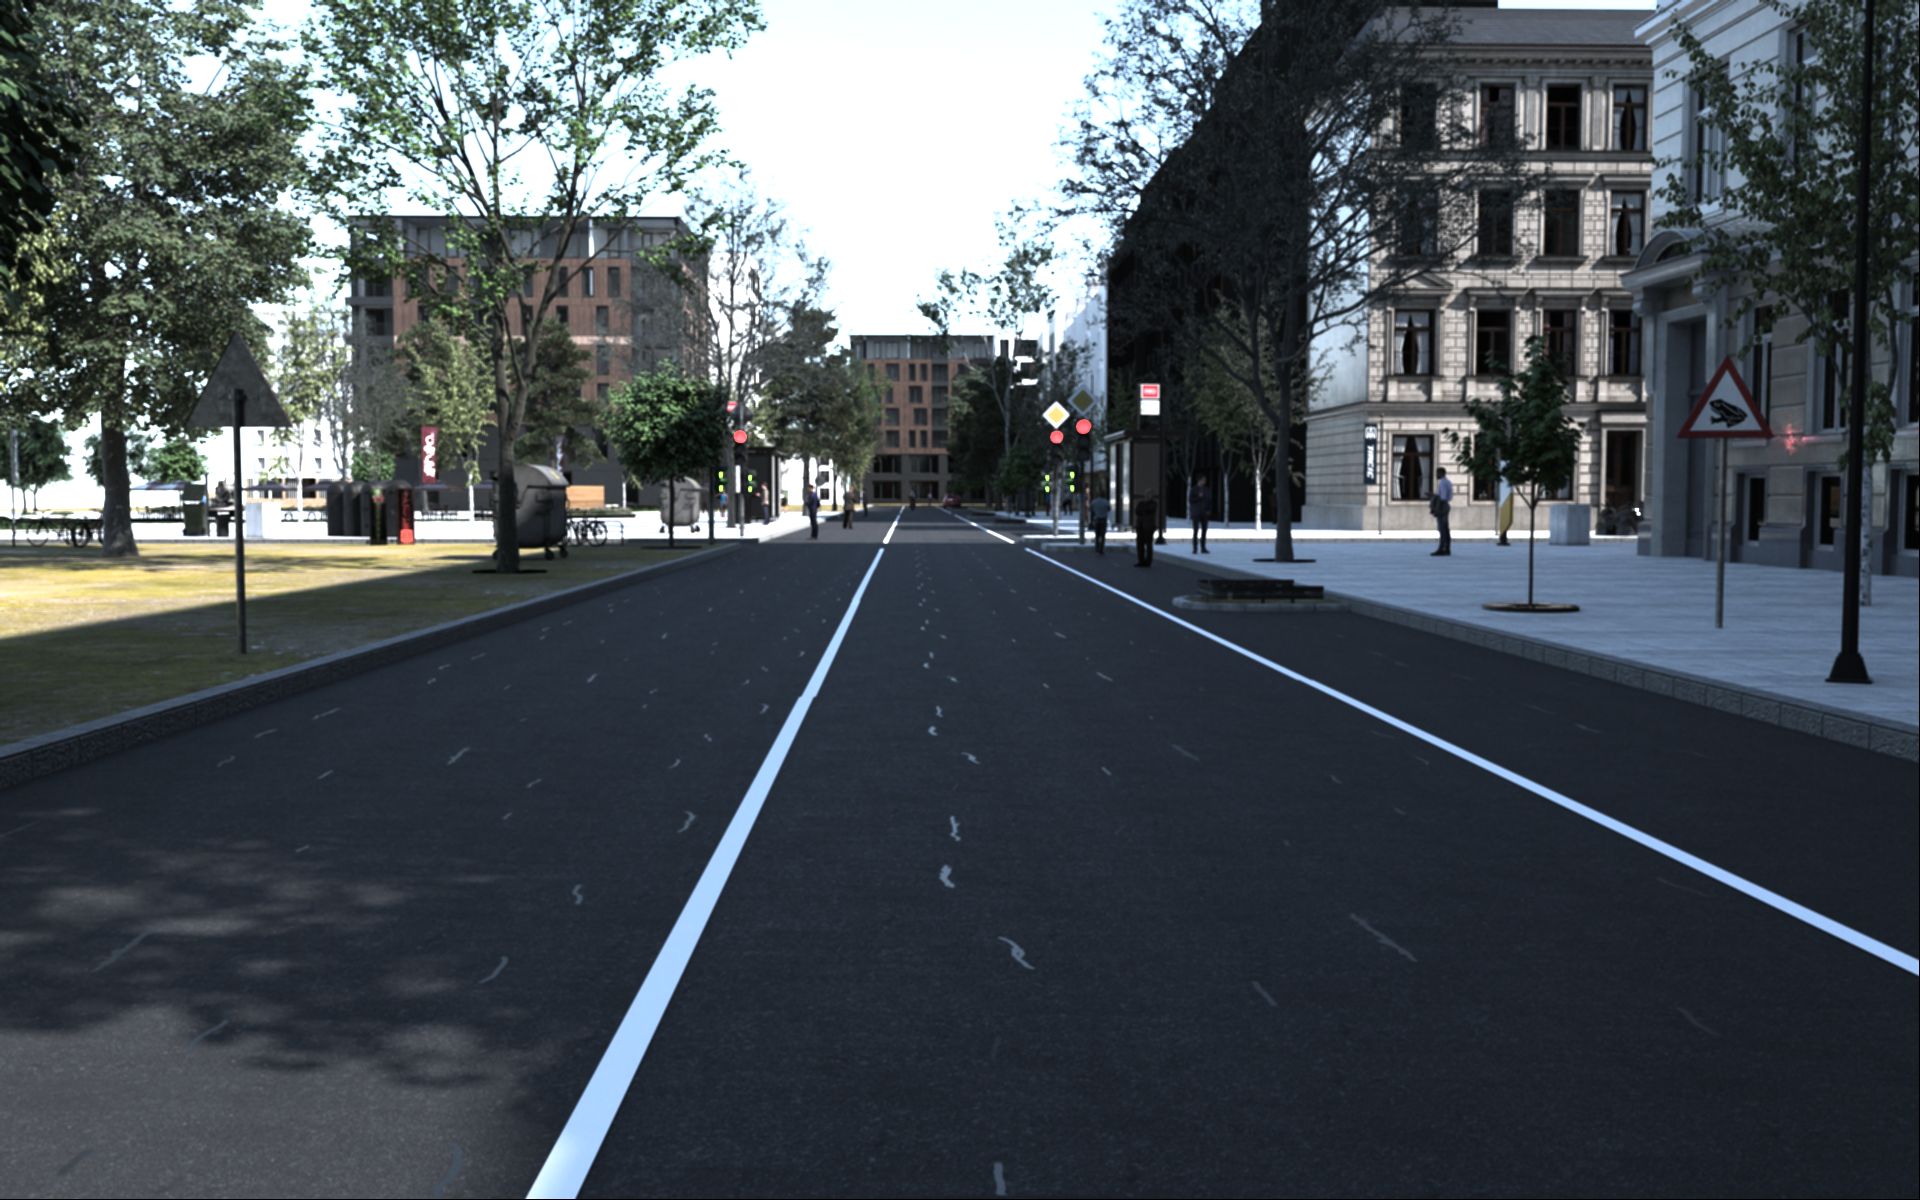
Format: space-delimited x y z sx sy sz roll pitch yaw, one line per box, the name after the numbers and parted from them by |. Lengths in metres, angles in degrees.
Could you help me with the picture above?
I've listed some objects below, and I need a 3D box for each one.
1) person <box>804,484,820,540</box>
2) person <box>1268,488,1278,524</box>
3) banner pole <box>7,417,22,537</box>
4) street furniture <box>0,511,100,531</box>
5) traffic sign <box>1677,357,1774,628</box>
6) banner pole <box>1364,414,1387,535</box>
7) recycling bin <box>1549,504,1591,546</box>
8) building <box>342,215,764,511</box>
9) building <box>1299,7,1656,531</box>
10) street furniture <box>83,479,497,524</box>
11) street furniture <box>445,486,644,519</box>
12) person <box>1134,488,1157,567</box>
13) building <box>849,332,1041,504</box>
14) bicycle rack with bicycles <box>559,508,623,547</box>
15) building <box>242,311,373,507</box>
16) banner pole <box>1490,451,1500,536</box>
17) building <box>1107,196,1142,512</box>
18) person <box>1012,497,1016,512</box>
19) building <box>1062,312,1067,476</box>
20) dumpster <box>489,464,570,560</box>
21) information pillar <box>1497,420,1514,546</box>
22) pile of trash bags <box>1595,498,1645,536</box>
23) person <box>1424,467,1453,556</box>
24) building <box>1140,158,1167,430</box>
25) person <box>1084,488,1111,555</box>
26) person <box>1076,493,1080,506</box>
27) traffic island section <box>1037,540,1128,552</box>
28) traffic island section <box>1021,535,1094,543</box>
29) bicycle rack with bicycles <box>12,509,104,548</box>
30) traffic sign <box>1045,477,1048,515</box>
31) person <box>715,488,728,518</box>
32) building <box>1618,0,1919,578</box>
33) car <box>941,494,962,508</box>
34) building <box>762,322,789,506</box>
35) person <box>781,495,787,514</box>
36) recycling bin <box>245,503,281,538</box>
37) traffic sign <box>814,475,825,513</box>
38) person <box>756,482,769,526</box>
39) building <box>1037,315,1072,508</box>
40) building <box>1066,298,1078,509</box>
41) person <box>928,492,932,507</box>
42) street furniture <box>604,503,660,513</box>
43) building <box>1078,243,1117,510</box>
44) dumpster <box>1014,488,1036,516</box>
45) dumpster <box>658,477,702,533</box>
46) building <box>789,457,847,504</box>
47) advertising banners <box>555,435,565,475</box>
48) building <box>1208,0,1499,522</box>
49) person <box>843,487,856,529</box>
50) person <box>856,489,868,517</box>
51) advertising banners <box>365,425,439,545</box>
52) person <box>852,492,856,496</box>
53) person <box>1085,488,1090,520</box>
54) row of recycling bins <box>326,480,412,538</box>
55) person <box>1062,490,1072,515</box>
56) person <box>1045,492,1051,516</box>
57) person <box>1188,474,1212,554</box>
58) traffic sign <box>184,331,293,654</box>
-4.694 -2.775 54.580 0.504 1.737 0.576 0 4 7 | person
13.358 -4.001 73.734 0.482 1.546 0.388 -2 4 -32 | person
-28.147 -3.765 51.573 0.863 3.779 0.401 3 5 45 | banner pole
-35.689 -2.749 60.570 10.072 0.657 5.734 -2 4 -28 | street furniture
7.259 -1.008 16.491 0.884 2.594 0.081 0 4 5 | traffic sign
12.912 -3.909 53.923 0.863 3.779 0.401 -1 4 -19 | banner pole
15.311 -1.892 43.484 0.722 1.027 0.722 -1 4 -20 | recycling bin
-31.586 -18.323 143.561 27.936 21.610 32.646 0 4 -2 | building
22.854 -12.208 64.234 19.286 19.102 10.561 0 4 -2 | building
-34.916 -4.450 77.785 27.439 1.986 14.083 0 4 5 | street furniture
-20.884 -5.291 93.360 9.812 1.723 11.010 3 4 36 | street furniture
3.671 -1.427 34.105 0.482 1.546 0.388 3 5 45 | person
1.794 -23.763 232.494 32.646 21.610 27.936 0 4 -2 | building
-9.656 -1.814 43.037 2.925 0.926 2.852 3 5 40 | bicycle rack with bicycles
-68.273 -20.113 185.271 11.380 20.091 16.016 0 4 -2 | building
16.732 -3.860 53.125 0.863 3.779 0.401 2 4 32 | banner pole
17.182 -17.712 119.274 12.332 23.373 15.834 0 4 -2 | building
3.708 -7.069 122.319 0.576 1.737 0.504 0 4 -7 | person
17.552 -18.447 158.031 16.016 20.091 11.380 0 4 -2 | building
-8.475 -1.735 34.126 1.264 1.857 1.865 0 4 -2 | dumpster
13.576 -3.159 43.008 0.183 3.616 0.504 -1 4 -14 | information pillar
21.578 -2.679 53.556 3.447 1.369 1.912 0 4 -2 | pile of trash bags
9.934 -1.846 36.088 0.599 1.838 0.709 2 4 28 | person
18.098 -16.694 102.622 12.332 23.373 15.834 0 4 -2 | building
3.281 -1.828 40.608 0.499 1.552 0.429 3 5 42 | person
5.090 -3.922 72.374 0.429 1.552 0.499 -2 4 -35 | person
3.127 -1.335 44.105 2.009 0.180 2.903 0 4 -2 | traffic island section
2.896 -1.823 52.086 2.009 0.180 2.903 0 4 -2 | traffic island section
-21.730 -1.798 42.772 2.852 0.926 2.925 1 4 15 | bicycle rack with bicycles
5.243 -6.368 104.226 0.768 2.556 0.104 0 4 6 | traffic sign
-12.885 -5.245 93.671 0.647 1.594 0.662 -2 4 -25 | person
20.725 -14.685 26.000 13.634 28.700 20.117 0 4 -2 | building
-0.809 -10.120 174.501 2.155 1.783 4.494 0 4 -2 | car
-34.757 -19.522 185.634 31.486 18.905 16.747 0 4 -2 | building
-11.506 -6.235 111.180 0.799 1.438 0.628 -1 4 -16 | person
-20.488 -2.345 50.898 0.722 1.027 0.722 1 4 19 | recycling bin
-9.587 -7.242 118.506 0.768 2.556 0.104 0 4 1 | traffic sign
-8.099 -3.917 70.610 0.750 1.759 0.617 1 4 18 | person
17.519 -19.171 179.905 16.747 18.905 31.486 0 4 -2 | building
17.730 -17.723 146.196 16.016 20.091 11.380 0 4 -2 | building
-3.284 -11.261 193.549 0.436 1.711 0.756 3 4 37 | person
-24.310 -6.423 120.645 5.734 0.657 10.072 1 4 18 | street furniture
17.957 -17.029 134.839 16.016 20.091 11.380 0 4 -2 | building
3.927 -5.989 103.677 1.264 1.857 1.865 0 4 -1 | dumpster
-9.210 -3.128 56.896 1.264 1.857 1.865 0 4 -2 | dumpster
-28.569 -17.146 222.487 28.070 9.664 9.099 0 4 -2 | building
-12.395 -3.406 51.884 2.074 3.025 0.090 3 5 45 | advertising banners
17.728 -15.673 85.929 12.332 23.373 15.834 0 4 -2 | building
-4.572 -3.820 71.648 0.565 1.739 0.600 0 4 -5 | person
-6.200 -6.162 109.781 0.750 1.759 0.617 0 4 -6 | person
-14.065 -2.912 43.804 0.090 3.025 2.074 3 5 42 | advertising banners
-12.002 -11.404 193.024 1.217 1.766 0.721 2 4 32 | person
5.799 -4.389 80.067 0.388 1.546 0.482 0 4 3 | person
-17.746 -2.748 52.043 3.534 1.692 1.069 2 4 33 | row of recycling bins
6.573 -5.983 106.070 0.590 1.554 0.614 1 4 15 | person
5.182 -5.678 100.584 0.444 1.614 0.593 0 4 -6 | person
5.177 -1.859 37.365 0.541 1.710 0.530 -1 4 -9 | person
-5.772 -0.847 13.853 0.884 2.594 0.081 0 4 4 | traffic sign
